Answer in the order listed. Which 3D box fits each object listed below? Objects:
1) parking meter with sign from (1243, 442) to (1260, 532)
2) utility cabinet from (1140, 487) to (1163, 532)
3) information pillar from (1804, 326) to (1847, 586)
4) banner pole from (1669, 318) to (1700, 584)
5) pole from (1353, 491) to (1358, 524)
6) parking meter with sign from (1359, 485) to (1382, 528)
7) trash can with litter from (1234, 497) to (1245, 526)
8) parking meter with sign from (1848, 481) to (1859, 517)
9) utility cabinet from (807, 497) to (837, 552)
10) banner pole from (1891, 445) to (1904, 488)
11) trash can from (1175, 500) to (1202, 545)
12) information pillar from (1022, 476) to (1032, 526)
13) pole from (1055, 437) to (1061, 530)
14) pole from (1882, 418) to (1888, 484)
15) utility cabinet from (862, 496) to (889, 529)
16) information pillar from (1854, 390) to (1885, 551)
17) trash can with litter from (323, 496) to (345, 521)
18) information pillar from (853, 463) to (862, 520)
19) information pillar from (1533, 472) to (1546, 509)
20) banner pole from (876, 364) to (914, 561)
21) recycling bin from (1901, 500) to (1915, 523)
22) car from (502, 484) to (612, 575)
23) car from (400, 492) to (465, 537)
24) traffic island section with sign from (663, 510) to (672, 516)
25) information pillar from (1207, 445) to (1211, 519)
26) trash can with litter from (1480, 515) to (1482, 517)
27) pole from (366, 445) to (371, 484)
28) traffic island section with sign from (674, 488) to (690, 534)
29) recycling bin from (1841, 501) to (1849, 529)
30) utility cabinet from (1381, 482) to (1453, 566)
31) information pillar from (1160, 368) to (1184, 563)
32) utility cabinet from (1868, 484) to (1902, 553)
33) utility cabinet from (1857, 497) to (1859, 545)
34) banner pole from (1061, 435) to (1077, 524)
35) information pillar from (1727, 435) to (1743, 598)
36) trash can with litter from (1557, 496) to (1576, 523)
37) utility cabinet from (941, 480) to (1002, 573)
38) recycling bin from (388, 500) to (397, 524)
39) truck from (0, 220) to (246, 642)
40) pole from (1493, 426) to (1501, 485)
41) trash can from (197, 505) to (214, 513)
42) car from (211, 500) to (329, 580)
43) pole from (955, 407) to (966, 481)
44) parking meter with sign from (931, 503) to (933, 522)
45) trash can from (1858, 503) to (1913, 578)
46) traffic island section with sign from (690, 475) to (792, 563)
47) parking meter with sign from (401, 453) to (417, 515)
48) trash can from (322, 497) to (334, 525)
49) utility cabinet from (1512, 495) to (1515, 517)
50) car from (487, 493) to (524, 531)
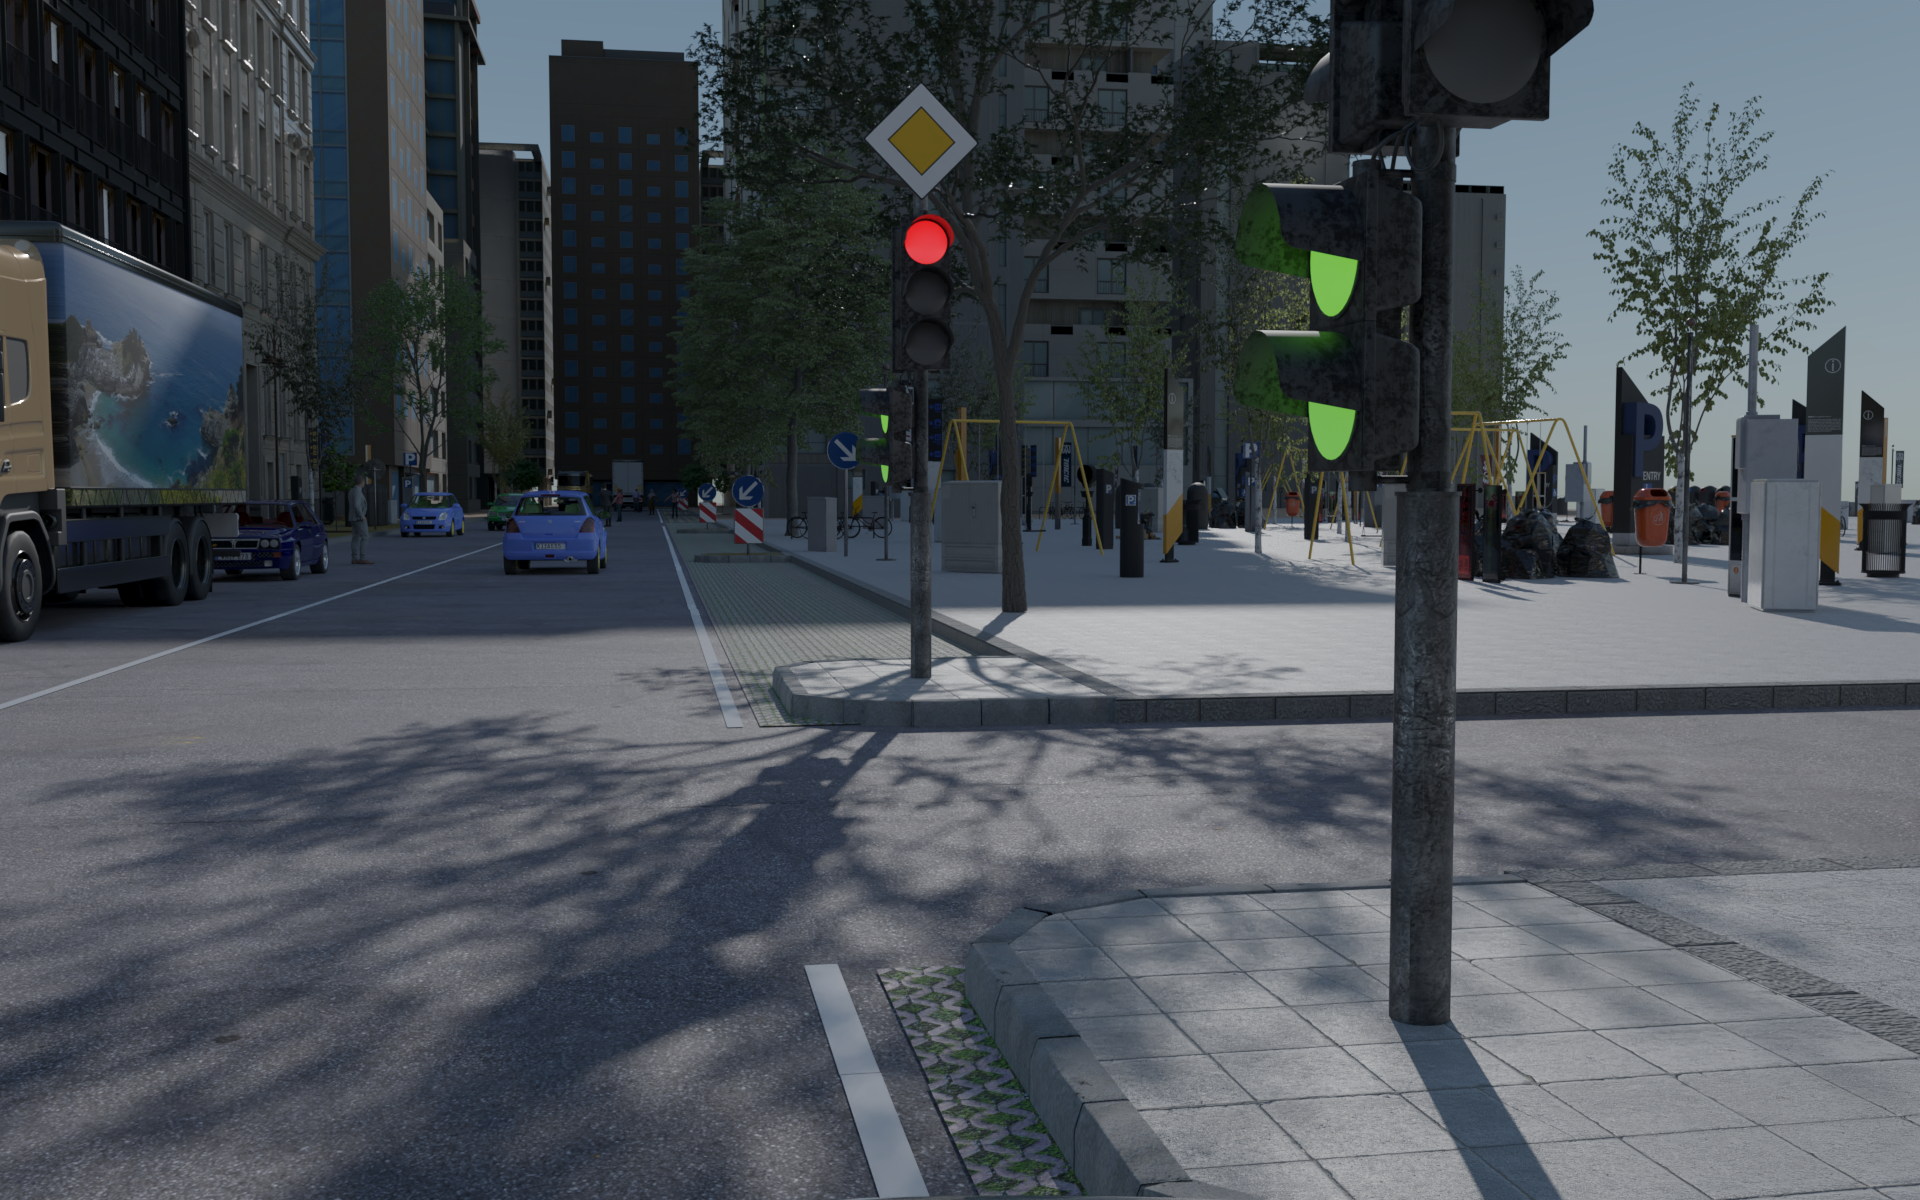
[{"bbox_3d":[9.990,-3.843,59.094,0.543,3.016,1.738,1,4,14],"label":"parking meter with sign"},{"bbox_3d":[6.384,-3.010,57.886,0.318,1.500,1.173,-2,4,-28],"label":"utility cabinet"},{"bbox_3d":[12.119,-2.013,24.272,0.504,3.616,0.183,2,4,33],"label":"information pillar"},{"bbox_3d":[10.300,-2.109,24.501,0.401,3.779,0.863,1,4,21],"label":"banner pole"},{"bbox_3d":[17.067,-4.939,74.596,0.158,3.312,0.155,0,3,0],"label":"pole"},{"bbox_3d":[15.994,-4.328,67.017,0.543,3.016,1.738,-1,4,-22],"label":"parking meter with sign"},{"bbox_3d":[11.221,-3.583,69.964,0.624,1.170,1.055,-1,4,-20],"label":"trash can with litter"},{"bbox_3d":[50.899,-6.206,97.731,1.738,3.016,0.543,-1,4,-11],"label":"parking meter with sign"},{"bbox_3d":[-3.084,-1.691,38.814,0.306,1.237,1.020,-2,4,-28],"label":"utility cabinet"},{"bbox_3d":[47.388,-5.973,87.674,0.863,3.779,0.401,0,4,-6],"label":"banner pole"},{"bbox_3d":[5.713,-1.954,43.607,0.748,1.137,0.748,0,3,0],"label":"trash can"},{"bbox_3d":[2.719,-4.048,70.669,0.304,2.012,0.304,3,4,38],"label":"information pillar"},{"bbox_3d":[3.531,-4.199,62.499,0.158,3.312,0.155,0,3,0],"label":"pole"},{"bbox_3d":[24.622,-3.205,46.250,0.158,3.312,0.155,0,3,0],"label":"pole"},{"bbox_3d":[-3.087,-3.193,63.375,1.020,1.237,0.306,3,4,37],"label":"utility cabinet"},{"bbox_3d":[20.536,-2.919,39.086,0.504,3.616,0.183,1,4,11],"label":"information pillar"},{"bbox_3d":[-29.492,-4.297,81.647,1.055,1.170,0.624,-2,4,-28],"label":"trash can with litter"},{"bbox_3d":[-5.068,-5.752,85.405,0.504,3.616,0.183,-1,4,-22],"label":"information pillar"},{"bbox_3d":[19.678,-3.325,58.862,0.304,2.012,0.304,-1,4,-12],"label":"information pillar"},{"bbox_3d":[-1.194,-2.651,33.367,0.863,3.779,0.401,0,4,-1],"label":"banner pole"},{"bbox_3d":[42.598,-3.984,77.699,0.722,1.027,0.722,3,4,37],"label":"recycling bin"},{"bbox_3d":[-7.484,-1.383,32.200,1.945,1.707,3.694,-1,4,-9],"label":"car"},{"bbox_3d":[-17.871,-3.002,58.677,1.945,1.707,3.694,0,4,-8],"label":"car"},{"bbox_3d":[-18.074,-6.341,112.302,1.989,1.847,2.006,-1,4,-10],"label":"traffic island section with sign"},{"bbox_3d":[11.958,-5.618,83.205,0.183,3.616,0.504,0,4,-6],"label":"information pillar"},{"bbox_3d":[28.439,-4.959,92.135,2.233,1.210,1.678,2,4,28],"label":"trash can with litter"},{"bbox_3d":[-24.624,-4.789,72.151,0.158,3.312,0.155,0,3,0],"label":"pole"},{"bbox_3d":[-9.353,-3.342,63.274,1.989,1.847,2.006,-1,4,-10],"label":"traffic island section with sign"},{"bbox_3d":[32.001,-3.112,63.441,0.722,1.027,0.722,-2,4,-24],"label":"recycling bin"},{"bbox_3d":[8.028,-1.330,30.425,1.173,1.500,0.318,0,4,6],"label":"utility cabinet"},{"bbox_3d":[3.979,-2.510,32.386,0.504,3.616,0.183,-3,5,-44],"label":"information pillar"},{"bbox_3d":[19.966,-1.757,37.402,0.318,1.500,1.173,3,5,44],"label":"utility cabinet"},{"bbox_3d":[23.053,-1.988,43.664,1.020,1.237,0.306,-2,4,-31],"label":"utility cabinet"},{"bbox_3d":[4.664,-5.108,73.533,0.863,3.779,0.401,1,4,20],"label":"banner pole"},{"bbox_3d":[9.776,-1.040,21.496,0.304,2.012,0.304,-1,4,-14],"label":"information pillar"},{"bbox_3d":[27.777,-4.138,78.720,2.233,1.210,1.678,0,4,1],"label":"trash can with litter"},{"bbox_3d":[0.236,-1.199,28.280,1.173,1.500,0.318,3,4,38],"label":"utility cabinet"},{"bbox_3d":[-24.307,-3.719,73.353,0.722,1.027,0.722,0,4,2],"label":"recycling bin"},{"bbox_3d":[-10.810,-1.896,19.910,2.839,4.237,11.283,-1,4,-10],"label":"truck"},{"bbox_3d":[16.034,-3.541,51.742,0.158,3.312,0.155,0,3,0],"label":"pole"},{"bbox_3d":[-16.904,-1.642,38.498,0.748,1.137,0.748,0,3,0],"label":"trash can"},{"bbox_3d":[-12.057,-1.054,29.817,1.945,1.354,3.894,-1,4,-10],"label":"car"},{"bbox_3d":[0.046,-2.874,40.836,0.158,3.312,0.155,0,3,0],"label":"pole"},{"bbox_3d":[-1.281,-5.042,78.704,1.738,3.016,0.543,-1,4,-10],"label":"parking meter with sign"},{"bbox_3d":[14.270,-0.923,26.743,0.748,1.137,0.748,0,3,0],"label":"trash can"},{"bbox_3d":[-4.636,-1.719,36.733,1.989,1.847,2.006,-1,4,-10],"label":"traffic island section with sign"},{"bbox_3d":[-22.935,-4.632,72.000,0.543,3.016,1.738,-1,4,-11],"label":"parking meter with sign"},{"bbox_3d":[-26.439,-3.701,72.159,0.748,1.137,0.748,0,3,0],"label":"trash can"},{"bbox_3d":[25.022,-4.177,79.462,1.020,1.237,0.306,2,4,28],"label":"utility cabinet"},{"bbox_3d":[-17.744,-3.683,69.021,1.959,1.807,4.718,-1,4,-8],"label":"car"}]
